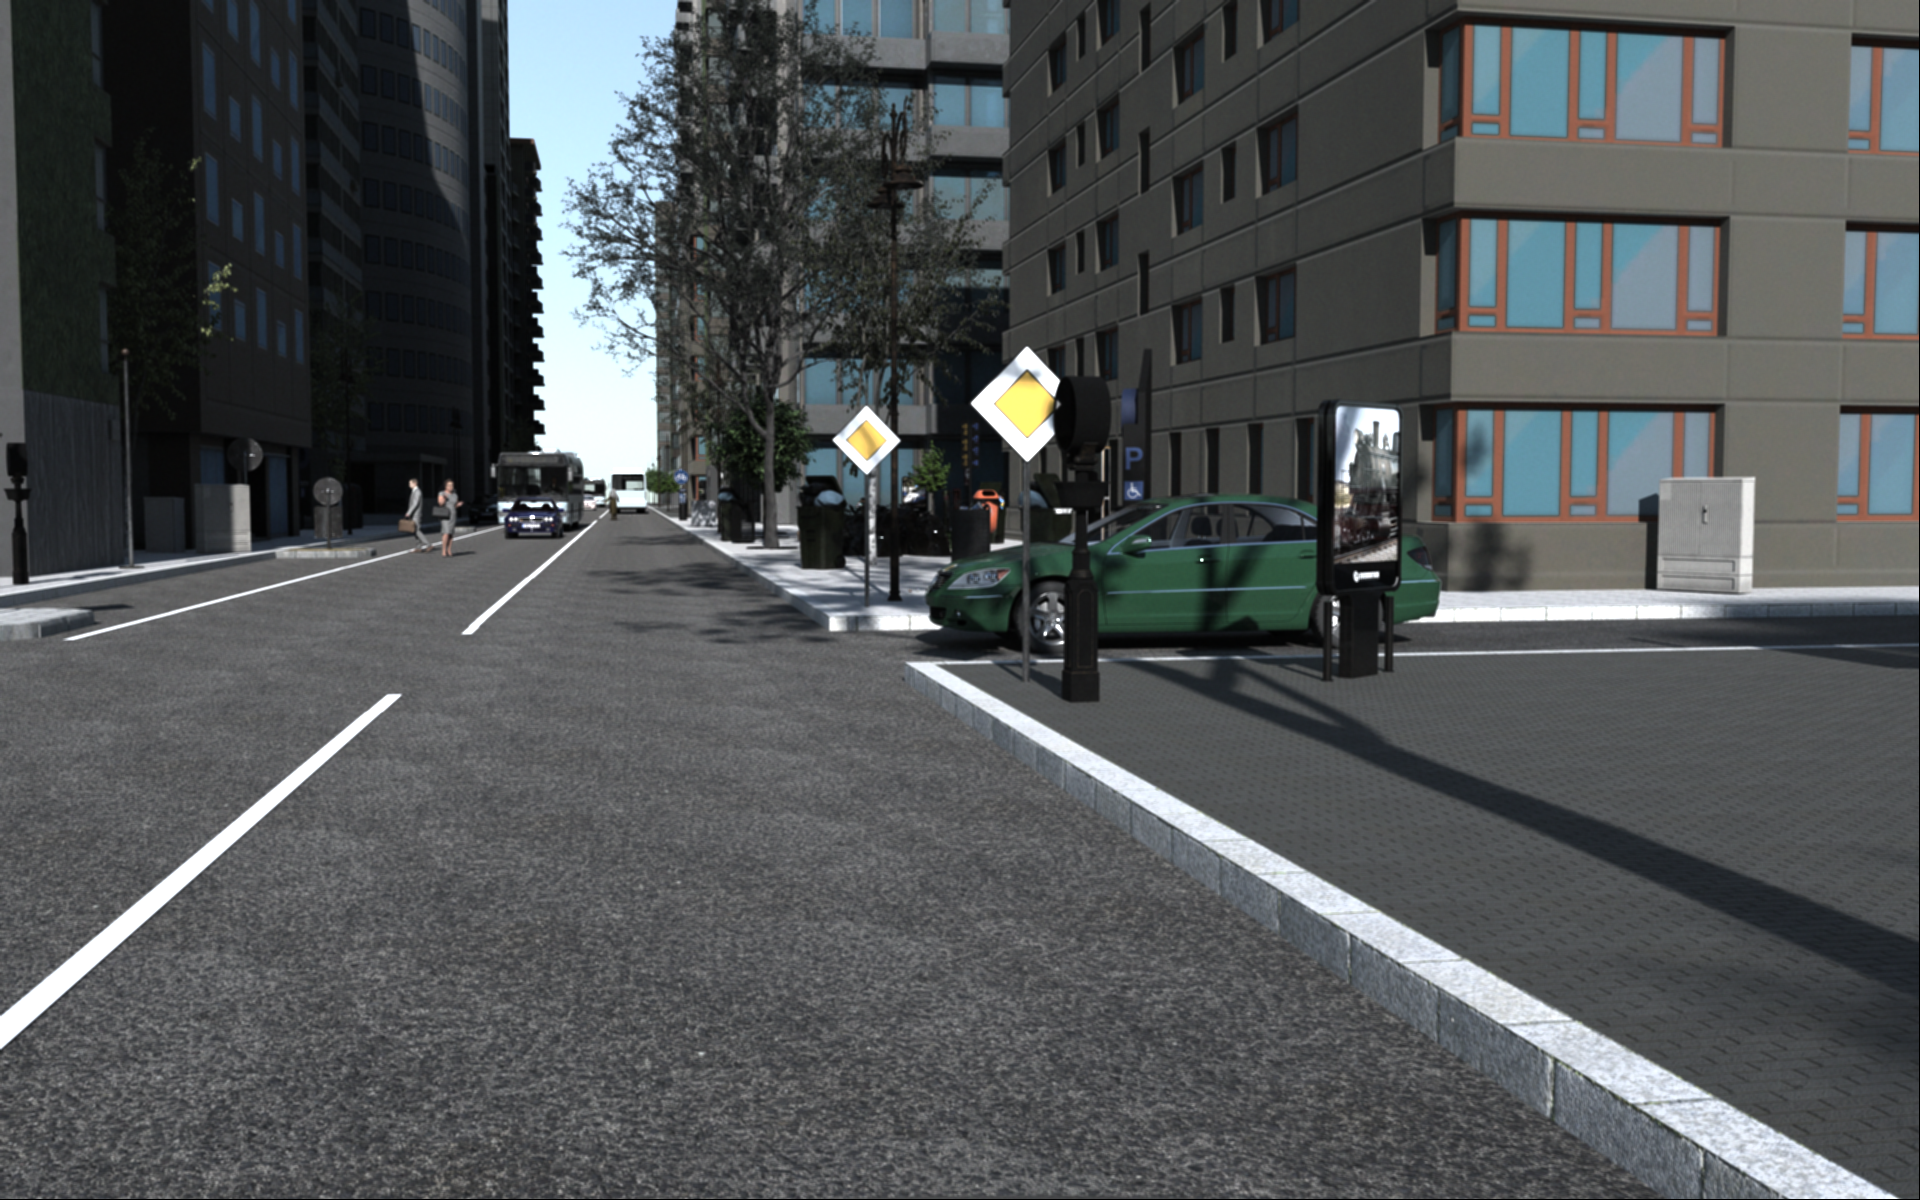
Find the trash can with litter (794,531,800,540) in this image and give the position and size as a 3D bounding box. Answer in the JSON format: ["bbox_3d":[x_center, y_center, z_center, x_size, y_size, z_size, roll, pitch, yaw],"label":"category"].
[{"bbox_3d":[-4.071,-2.239,47.987,1.055,1.170,0.624,0,4,-3],"label":"trash can with litter"}]

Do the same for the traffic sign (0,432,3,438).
[{"bbox_3d":[-10.288,-0.870,17.868,0.795,2.450,0.064,-1,4,-11],"label":"traffic sign"}]

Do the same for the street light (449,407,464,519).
[{"bbox_3d":[-26.858,-7.342,92.825,0.468,5.910,1.993,-1,4,-11],"label":"street light"}]

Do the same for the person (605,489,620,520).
[{"bbox_3d":[-19.090,-5.253,95.109,0.721,1.736,1.217,2,4,28],"label":"person"}]

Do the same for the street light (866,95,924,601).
[{"bbox_3d":[-0.785,-2.928,20.653,0.468,5.910,1.993,-1,4,-11],"label":"street light"}]

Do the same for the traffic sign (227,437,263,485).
[{"bbox_3d":[-16.105,-2.381,39.040,0.768,2.556,0.104,-1,4,-11],"label":"traffic sign"}]

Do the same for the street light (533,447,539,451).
[{"bbox_3d":[-42.458,-12.337,174.498,0.468,5.910,1.993,-1,4,-11],"label":"street light"}]

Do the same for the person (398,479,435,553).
[{"bbox_3d":[-13.297,-2.060,42.305,0.853,1.813,0.709,-1,4,-19],"label":"person"}]

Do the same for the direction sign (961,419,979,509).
[{"bbox_3d":[0.314,-3.724,52.882,0.379,3.537,0.876,-3,4,-37],"label":"direction sign"}]

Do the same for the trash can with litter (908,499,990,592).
[{"bbox_3d":[0.514,-0.732,23.021,2.233,1.210,1.678,1,4,9],"label":"trash can with litter"}]

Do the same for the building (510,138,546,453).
[{"bbox_3d":[-61.360,-33.773,206.807,22.147,44.769,28.867,-1,4,-11],"label":"building"}]

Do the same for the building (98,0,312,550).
[{"bbox_3d":[-25.449,-24.092,44.013,14.600,45.320,14.200,-1,4,-11],"label":"building"}]

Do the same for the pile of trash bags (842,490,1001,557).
[{"bbox_3d":[-0.765,-1.628,36.363,3.447,1.369,1.912,-1,4,-22],"label":"pile of trash bags"}]

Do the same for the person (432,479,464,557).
[{"bbox_3d":[-11.656,-1.867,39.391,0.532,1.782,0.716,3,5,40],"label":"person"}]

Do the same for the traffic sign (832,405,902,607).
[{"bbox_3d":[-1.058,-0.977,19.613,0.795,2.450,0.064,-1,4,-11],"label":"traffic sign"}]

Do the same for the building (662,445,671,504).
[{"bbox_3d":[-26.973,-55.609,221.871,22.319,86.520,31.000,-1,4,-11],"label":"building"}]

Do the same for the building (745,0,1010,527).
[{"bbox_3d":[0.744,-28.177,80.300,23.786,49.044,30.456,-1,4,-11],"label":"building"}]

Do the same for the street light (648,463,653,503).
[{"bbox_3d":[-37.819,-14.721,213.472,0.468,5.910,1.993,-1,4,-11],"label":"street light"}]

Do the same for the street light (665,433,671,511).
[{"bbox_3d":[-22.292,-9.747,132.146,0.468,5.910,1.993,-1,4,-11],"label":"street light"}]

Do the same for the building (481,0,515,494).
[{"bbox_3d":[-55.781,-45.485,181.926,20.563,71.187,20.611,-1,4,-11],"label":"building"}]

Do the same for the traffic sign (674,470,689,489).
[{"bbox_3d":[-14.545,-5.522,90.386,0.768,2.556,0.104,-1,4,-10],"label":"traffic sign"}]

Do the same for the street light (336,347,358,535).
[{"bbox_3d":[-19.298,-5.005,54.615,0.468,5.910,1.993,-1,4,-11],"label":"street light"}]

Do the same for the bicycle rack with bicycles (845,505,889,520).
[{"bbox_3d":[-3.152,-2.659,56.862,2.925,0.926,2.852,3,5,43],"label":"bicycle rack with bicycles"}]

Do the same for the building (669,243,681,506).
[{"bbox_3d":[-26.491,-26.242,200.752,14.160,30.474,14.107,-1,4,-11],"label":"building"}]

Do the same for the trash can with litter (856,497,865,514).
[{"bbox_3d":[-3.274,-3.189,63.534,0.624,1.170,1.055,2,4,35],"label":"trash can with litter"}]

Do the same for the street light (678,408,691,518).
[{"bbox_3d":[-15.306,-7.519,95.718,0.468,5.910,1.993,-1,4,-11],"label":"street light"}]

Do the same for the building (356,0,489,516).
[{"bbox_3d":[-40.110,-34.251,102.007,21.231,58.520,28.212,-1,4,-11],"label":"building"}]

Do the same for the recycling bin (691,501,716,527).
[{"bbox_3d":[-9.983,-3.356,67.429,0.722,1.027,0.722,-3,4,-39],"label":"recycling bin"}]

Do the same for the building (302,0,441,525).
[{"bbox_3d":[-39.728,-23.418,74.761,32.217,40.220,23.993,-1,4,-11],"label":"building"}]

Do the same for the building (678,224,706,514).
[{"bbox_3d":[-6.014,-17.160,125.599,27.650,21.520,28.899,-1,4,-11],"label":"building"}]

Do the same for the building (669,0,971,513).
[{"bbox_3d":[-13.857,-32.673,153.810,23.786,49.044,30.456,-1,4,-11],"label":"building"}]

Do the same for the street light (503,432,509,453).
[{"bbox_3d":[-33.885,-9.586,129.525,0.468,5.910,1.993,-1,4,-11],"label":"street light"}]

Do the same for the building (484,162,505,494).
[{"bbox_3d":[-45.807,-22.784,144.225,14.160,30.474,14.107,-1,4,-11],"label":"building"}]

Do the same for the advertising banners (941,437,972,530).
[{"bbox_3d":[-0.100,-3.563,54.446,0.090,3.025,2.074,-2,4,-27],"label":"advertising banners"}]

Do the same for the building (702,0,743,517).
[{"bbox_3d":[-8.222,-25.635,102.733,14.154,41.232,14.086,-1,4,-11],"label":"building"}]

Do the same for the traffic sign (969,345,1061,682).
[{"bbox_3d":[0.448,-0.497,11.771,0.795,2.450,0.064,-1,4,-11],"label":"traffic sign"}]

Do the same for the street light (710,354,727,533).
[{"bbox_3d":[-7.903,-5.136,56.768,0.468,5.910,1.993,-1,4,-11],"label":"street light"}]

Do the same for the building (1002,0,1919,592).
[{"bbox_3d":[17.998,-11.825,38.386,28.899,21.520,27.650,-1,4,-11],"label":"building"}]

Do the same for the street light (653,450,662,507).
[{"bbox_3d":[-30.859,-12.510,177.327,0.468,5.910,1.993,-1,4,-11],"label":"street light"}]

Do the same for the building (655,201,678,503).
[{"bbox_3d":[-35.784,-34.305,244.478,14.154,41.232,14.086,-1,4,-11],"label":"building"}]

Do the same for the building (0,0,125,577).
[{"bbox_3d":[-20.936,-20.728,22.497,14.154,41.232,14.086,-1,4,-11],"label":"building"}]

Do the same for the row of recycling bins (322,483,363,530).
[{"bbox_3d":[-22.656,-3.446,63.451,1.069,1.692,3.534,-1,4,-8],"label":"row of recycling bins"}]
